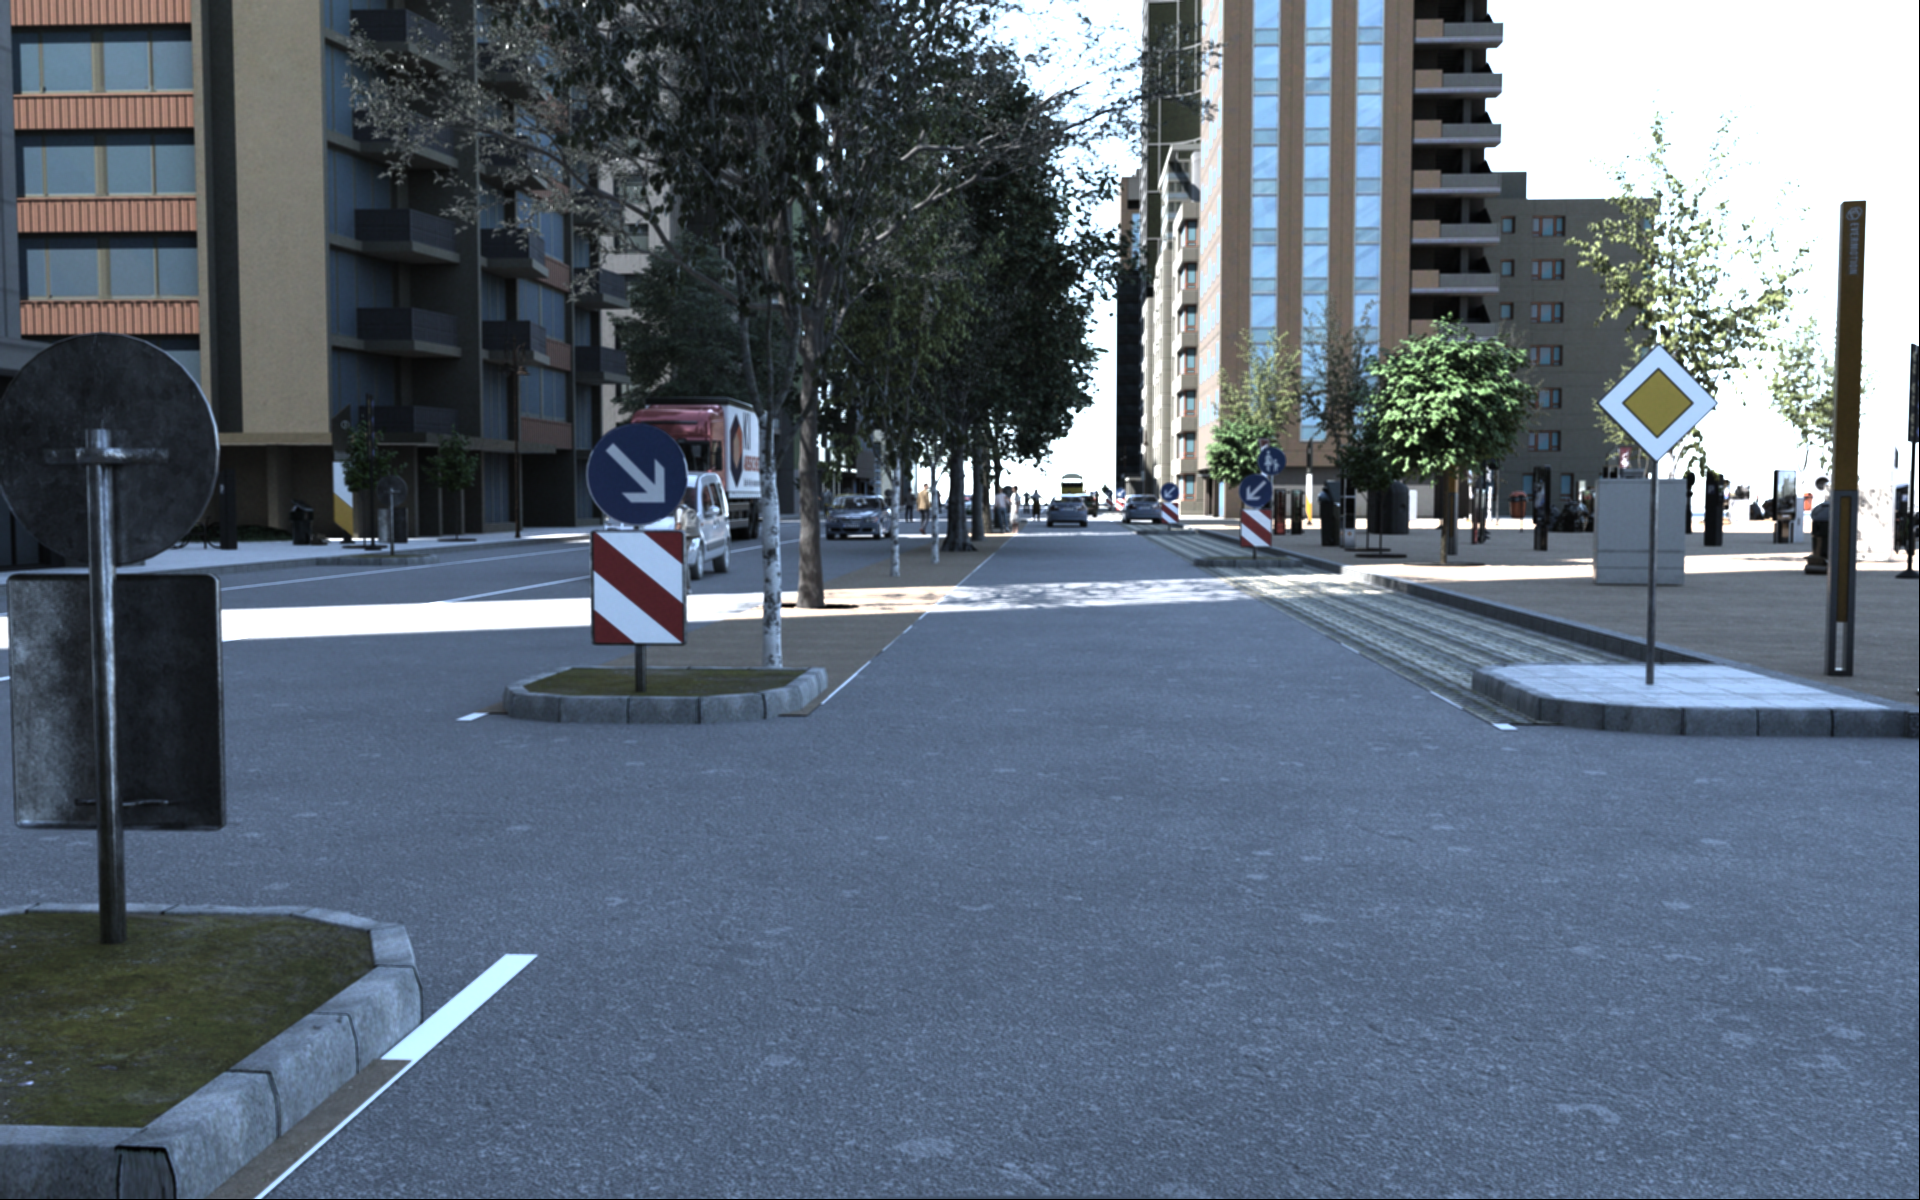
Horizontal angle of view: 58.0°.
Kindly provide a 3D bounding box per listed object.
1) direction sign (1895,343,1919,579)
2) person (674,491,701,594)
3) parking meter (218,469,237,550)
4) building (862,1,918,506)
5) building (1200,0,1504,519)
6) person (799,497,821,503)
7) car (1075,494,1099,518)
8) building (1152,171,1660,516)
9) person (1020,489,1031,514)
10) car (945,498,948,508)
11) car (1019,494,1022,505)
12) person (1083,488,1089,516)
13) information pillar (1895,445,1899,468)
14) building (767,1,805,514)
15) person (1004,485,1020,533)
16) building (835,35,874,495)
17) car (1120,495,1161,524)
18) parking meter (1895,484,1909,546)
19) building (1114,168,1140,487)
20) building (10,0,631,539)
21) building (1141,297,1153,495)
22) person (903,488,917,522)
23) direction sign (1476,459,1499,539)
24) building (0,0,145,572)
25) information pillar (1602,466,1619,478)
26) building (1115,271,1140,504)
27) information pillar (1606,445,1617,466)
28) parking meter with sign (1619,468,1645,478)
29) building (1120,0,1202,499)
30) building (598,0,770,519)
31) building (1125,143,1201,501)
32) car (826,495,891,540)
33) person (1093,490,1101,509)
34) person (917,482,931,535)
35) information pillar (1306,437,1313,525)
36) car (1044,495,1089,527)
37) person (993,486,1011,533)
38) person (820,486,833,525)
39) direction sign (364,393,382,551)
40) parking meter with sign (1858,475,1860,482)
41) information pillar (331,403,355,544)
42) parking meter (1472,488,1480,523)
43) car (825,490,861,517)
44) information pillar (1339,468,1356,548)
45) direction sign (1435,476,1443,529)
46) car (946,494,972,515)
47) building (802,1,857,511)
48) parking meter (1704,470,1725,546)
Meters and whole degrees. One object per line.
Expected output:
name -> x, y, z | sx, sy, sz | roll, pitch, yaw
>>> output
direction sign -> 14.484, -2.099, 26.316 | 0.379, 3.537, 0.876 | 3, 4, 39
person -> -3.961, -0.826, 24.593 | 0.523, 1.515, 0.503 | -1, 4, -16
parking meter -> -16.936, -2.101, 40.055 | 0.399, 1.863, 0.255 | 3, 5, 42
building -> -16.037, -55.359, 217.783 | 22.319, 86.520, 31.000 | 0, 4, 3
building -> 20.644, -27.180, 94.506 | 14.600, 45.320, 14.200 | 0, 4, 3
person -> -7.830, -5.054, 91.148 | 1.348, 1.822, 0.705 | -1, 4, -15
car -> 7.599, -5.947, 107.025 | 2.009, 1.686, 4.222 | 0, 4, 4
building -> 27.774, -16.595, 116.360 | 27.650, 21.520, 28.899 | 0, 4, 3
person -> 4.914, -7.284, 127.681 | 1.350, 1.814, 0.705 | 0, 4, -2
car -> -0.489, -9.892, 174.098 | 2.083, 1.381, 4.827 | 0, 4, 4
car -> 7.461, -13.859, 235.640 | 2.155, 1.783, 4.494 | 0, 4, 2
person -> 8.396, -6.532, 115.308 | 0.705, 1.822, 1.348 | 2, 4, 34
information pillar -> 43.951, -5.505, 81.369 | 0.183, 3.616, 0.504 | 1, 4, 11
building -> -17.791, -26.019, 109.001 | 14.154, 41.232, 14.086 | 0, 4, 3
person -> 1.921, -3.288, 62.833 | 0.524, 1.755, 0.480 | -2, 4, -34
building -> -15.377, -30.845, 154.422 | 14.600, 45.320, 14.200 | 0, 4, 3
car -> 8.835, -4.414, 84.175 | 2.014, 1.417, 4.499 | 0, 4, 2
parking meter -> 23.327, -2.116, 43.007 | 0.372, 1.533, 0.369 | 0, 3, 0
building -> 28.620, -35.914, 237.300 | 14.600, 45.320, 14.200 | 0, 4, 3
building -> -24.734, -24.926, 62.159 | 22.147, 44.769, 28.867 | 0, 4, 3
building -> 29.867, -18.401, 145.897 | 27.650, 21.520, 28.899 | 0, 4, 3
person -> -2.478, -4.878, 88.780 | 0.617, 1.759, 0.750 | 3, 4, 37
direction sign -> 15.023, -3.523, 49.598 | 0.379, 3.537, 0.876 | -2, 4, -29
building -> -25.045, -35.883, 24.939 | 20.563, 71.187, 20.611 | 0, 4, 3
information pillar -> 16.877, -2.476, 44.970 | 0.304, 2.012, 0.304 | -1, 4, -11
building -> 27.038, -27.616, 223.218 | 14.160, 30.474, 14.107 | 0, 4, 3
information pillar -> 31.233, -5.610, 83.074 | 0.504, 3.616, 0.183 | -1, 4, -14
parking meter with sign -> 19.697, -3.346, 50.964 | 1.738, 3.016, 0.543 | 0, 4, 0
building -> 29.738, -46.863, 204.461 | 20.563, 71.187, 20.611 | 0, 4, 3
building -> -18.520, -19.784, 95.173 | 14.160, 30.474, 14.107 | 0, 4, 3
building -> 33.760, -29.962, 181.763 | 32.217, 40.220, 23.993 | 0, 4, 3
car -> -3.215, -2.690, 55.988 | 2.014, 1.417, 4.499 | 0, 4, 5
person -> 12.846, -9.428, 162.655 | 1.348, 1.823, 0.705 | -3, 5, -41
person -> -1.236, -3.208, 60.869 | 0.656, 1.842, 0.836 | 1, 4, 13
information pillar -> 14.502, -4.925, 71.882 | 0.183, 3.616, 0.504 | 0, 4, -6
car -> 4.719, -3.951, 76.596 | 2.014, 1.417, 4.499 | 0, 4, 2
person -> 1.644, -3.356, 64.035 | 0.731, 1.740, 0.598 | -1, 4, -20
person -> -6.116, -4.342, 79.606 | 0.709, 1.813, 0.853 | 1, 4, 15
direction sign -> -13.399, -2.901, 39.429 | 0.379, 3.537, 0.876 | -1, 4, -10
parking meter with sign -> 32.225, -4.058, 62.606 | 0.543, 3.016, 1.738 | 3, 5, 43
information pillar -> -15.926, -3.263, 44.701 | 0.504, 3.616, 0.183 | -3, 4, -39
parking meter -> 22.812, -4.163, 76.478 | 0.372, 1.533, 0.369 | 0, 3, 0
car -> -4.920, -4.056, 76.542 | 2.015, 1.641, 3.980 | 0, 4, 2
information pillar -> 9.268, -2.255, 41.369 | 0.304, 2.012, 0.304 | 0, 4, -7
direction sign -> 17.618, -4.365, 63.372 | 0.876, 3.537, 0.379 | 0, 4, 3
car -> 0.285, -5.580, 103.036 | 2.131, 1.459, 4.920 | 0, 4, 4
building -> -20.793, -31.357, 132.301 | 23.786, 49.044, 30.456 | 0, 4, 3
parking meter -> 18.622, -2.265, 42.748 | 0.255, 1.863, 0.399 | -2, 4, -30
